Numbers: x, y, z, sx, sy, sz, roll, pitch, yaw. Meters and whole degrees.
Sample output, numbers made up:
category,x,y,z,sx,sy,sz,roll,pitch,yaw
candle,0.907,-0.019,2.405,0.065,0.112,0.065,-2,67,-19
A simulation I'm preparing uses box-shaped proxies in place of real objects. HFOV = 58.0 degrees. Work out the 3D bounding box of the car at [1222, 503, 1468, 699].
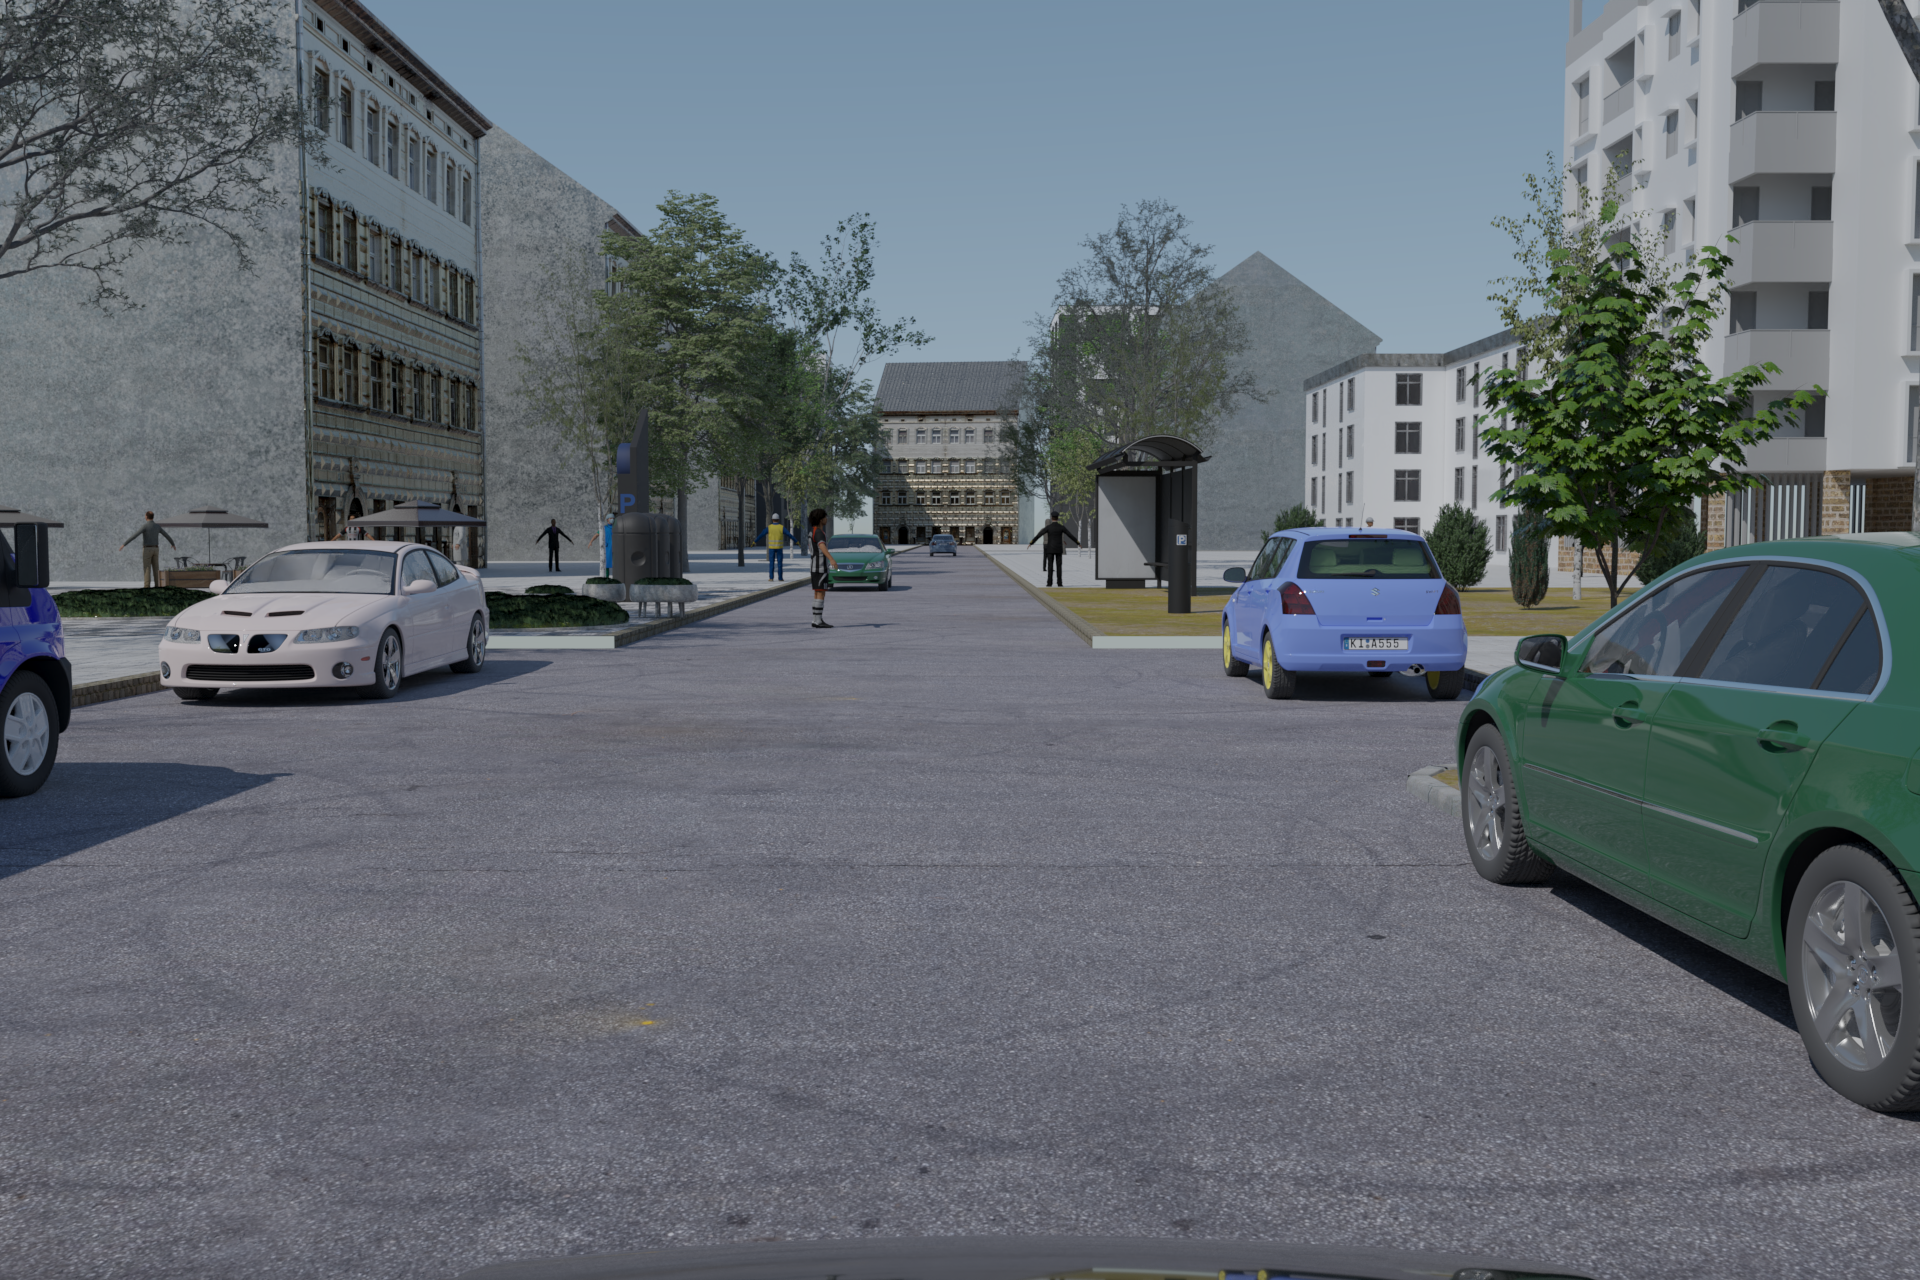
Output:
category,x,y,z,sx,sy,sz,roll,pitch,yaw
car,3.504,-0.412,16.326,1.945,1.707,3.694,0,4,0

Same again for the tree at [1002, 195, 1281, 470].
category,x,y,z,sx,sy,sz,roll,pitch,yaw
tree,6.401,-9.315,62.669,12.009,13.543,11.850,0,3,0

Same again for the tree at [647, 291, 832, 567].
category,x,y,z,sx,sy,sz,roll,pitch,yaw
tree,-8.805,-8.147,67.614,8.767,10.594,7.601,2,4,29

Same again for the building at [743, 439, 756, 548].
category,x,y,z,sx,sy,sz,roll,pitch,yaw
building,-29.503,-20.277,162.465,19.493,23.208,18.063,0,4,0

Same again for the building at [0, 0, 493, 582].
category,x,y,z,sx,sy,sz,roll,pitch,yaw
building,-26.845,-13.701,54.940,19.493,23.208,18.063,0,4,-1

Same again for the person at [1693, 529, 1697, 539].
category,x,y,z,sx,sy,sz,roll,pitch,yaw
person,17.480,-2.168,41.632,0.705,1.806,1.347,0,4,6

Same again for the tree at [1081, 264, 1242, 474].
category,x,y,z,sx,sy,sz,roll,pitch,yaw
tree,5.997,-5.911,47.011,4.360,8.622,3.978,0,3,0

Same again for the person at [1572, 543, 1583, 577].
category,x,y,z,sx,sy,sz,roll,pitch,yaw
person,18.409,-2.800,51.560,0.705,1.856,1.354,2,4,24

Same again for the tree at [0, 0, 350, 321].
category,x,y,z,sx,sy,sz,roll,pitch,yaw
tree,-12.265,-6.676,19.516,12.009,13.543,11.850,0,3,0

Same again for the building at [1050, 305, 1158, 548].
category,x,y,z,sx,sy,sz,roll,pitch,yaw
building,22.666,-19.999,170.960,27.936,21.610,32.646,0,4,0

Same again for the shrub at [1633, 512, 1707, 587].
category,x,y,z,sx,sy,sz,roll,pitch,yaw
shrub,15.593,-2.057,38.052,1.690,2.028,1.600,0,3,0

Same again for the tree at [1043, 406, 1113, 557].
category,x,y,z,sx,sy,sz,roll,pitch,yaw
tree,6.651,-8.944,96.603,4.737,8.622,4.395,0,3,0

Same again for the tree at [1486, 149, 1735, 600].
category,x,y,z,sx,sy,sz,roll,pitch,yaw
tree,12.243,-5.083,33.476,4.737,8.622,4.395,0,3,0

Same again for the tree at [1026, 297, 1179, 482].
category,x,y,z,sx,sy,sz,roll,pitch,yaw
tree,6.778,-9.169,75.665,9.928,11.665,9.643,0,3,0

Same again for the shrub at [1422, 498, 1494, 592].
category,x,y,z,sx,sy,sz,roll,pitch,yaw
shrub,10.960,-2.105,38.453,1.661,2.075,1.752,0,3,0

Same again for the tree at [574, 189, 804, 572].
category,x,y,z,sx,sy,sz,roll,pitch,yaw
tree,-9.005,-8.514,57.331,7.486,12.596,7.792,0,3,0

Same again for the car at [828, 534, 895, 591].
category,x,y,z,sx,sy,sz,roll,pitch,yaw
car,-2.726,-2.032,45.026,2.131,1.459,4.920,0,4,0

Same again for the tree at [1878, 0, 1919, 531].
category,x,y,z,sx,sy,sz,roll,pitch,yaw
tree,8.125,-9.847,16.888,12.611,20.169,13.585,0,3,0

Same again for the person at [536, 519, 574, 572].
category,x,y,z,sx,sy,sz,roll,pitch,yaw
person,-13.846,-3.233,59.080,1.346,1.802,0.704,-2,4,-32

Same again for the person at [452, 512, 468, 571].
category,x,y,z,sx,sy,sz,roll,pitch,yaw
person,-11.942,-2.144,41.239,0.705,1.806,1.347,-1,4,-20

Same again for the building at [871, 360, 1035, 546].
category,x,y,z,sx,sy,sz,roll,pitch,yaw
building,-0.468,-23.610,219.406,18.063,23.208,19.493,1,4,8

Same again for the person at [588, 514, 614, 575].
category,x,y,z,sx,sy,sz,roll,pitch,yaw
person,-9.199,-2.421,45.713,1.347,1.817,0.704,-2,4,-33

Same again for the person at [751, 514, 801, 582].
category,x,y,z,sx,sy,sz,roll,pitch,yaw
person,-4.981,-2.501,46.863,1.349,1.833,0.705,0,4,-5

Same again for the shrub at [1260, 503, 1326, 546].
category,x,y,z,sx,sy,sz,roll,pitch,yaw
shrub,8.073,-2.291,41.503,1.661,2.075,1.752,0,3,0

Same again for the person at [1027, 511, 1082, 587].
category,x,y,z,sx,sy,sz,roll,pitch,yaw
person,2.303,-2.209,42.056,1.347,1.837,0.705,0,4,0

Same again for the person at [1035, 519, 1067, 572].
category,x,y,z,sx,sy,sz,roll,pitch,yaw
person,3.028,-3.253,59.313,1.348,1.813,0.705,2,4,34

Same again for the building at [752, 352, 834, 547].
category,x,y,z,sx,sy,sz,roll,pitch,yaw
building,-28.938,-21.313,192.447,27.936,21.610,32.646,0,4,-1

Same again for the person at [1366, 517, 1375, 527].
category,x,y,z,sx,sy,sz,roll,pitch,yaw
person,11.949,-2.675,50.194,1.216,1.772,0.721,-3,5,-42

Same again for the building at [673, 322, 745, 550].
category,x,y,z,sx,sy,sz,roll,pitch,yaw
building,-28.259,-19.155,144.114,19.493,23.208,18.063,0,4,-1

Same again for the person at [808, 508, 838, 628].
category,x,y,z,sx,sy,sz,roll,pitch,yaw
person,-2.119,-1.091,26.437,0.704,1.843,1.345,-1,4,-17

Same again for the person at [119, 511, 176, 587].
category,x,y,z,sx,sy,sz,roll,pitch,yaw
person,-18.180,-1.994,38.872,0.705,1.796,1.348,2,4,33

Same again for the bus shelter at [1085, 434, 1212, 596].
category,x,y,z,sx,sy,sz,roll,pitch,yaw
bus shelter,4.024,-2.693,37.950,2.014,3.302,5.546,0,4,-2

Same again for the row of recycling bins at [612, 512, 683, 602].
category,x,y,z,sx,sy,sz,roll,pitch,yaw
row of recycling bins,-6.099,-1.655,34.165,1.069,1.692,3.534,0,4,1

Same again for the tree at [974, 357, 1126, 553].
category,x,y,z,sx,sy,sz,roll,pitch,yaw
tree,6.315,-12.774,119.219,12.009,13.543,11.850,0,3,0

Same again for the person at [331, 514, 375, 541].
category,x,y,z,sx,sy,sz,roll,pitch,yaw
person,-16.282,-2.468,46.489,1.345,1.843,0.704,0,4,-7

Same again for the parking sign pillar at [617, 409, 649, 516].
category,x,y,z,sx,sy,sz,roll,pitch,yaw
parking sign pillar,-6.931,-2.954,36.775,1.447,3.967,1.447,0,4,1

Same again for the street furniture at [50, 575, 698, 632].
category,x,y,z,sx,sy,sz,roll,pitch,yaw
street furniture,-8.895,-0.667,26.538,10.072,0.657,5.734,2,4,27

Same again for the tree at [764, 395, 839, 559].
category,x,y,z,sx,sy,sz,roll,pitch,yaw
tree,-8.400,-8.463,88.726,4.737,8.622,4.395,0,3,0

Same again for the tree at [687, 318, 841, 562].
category,x,y,z,sx,sy,sz,roll,pitch,yaw
tree,-9.031,-9.511,81.253,9.928,11.665,9.643,0,3,0

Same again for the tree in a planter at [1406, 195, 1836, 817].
category,x,y,z,sx,sy,sz,roll,pitch,yaw
tree in a planter,3.488,-0.732,9.193,1.991,3.239,1.994,0,4,-1

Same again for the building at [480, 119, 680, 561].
category,x,y,z,sx,sy,sz,roll,pitch,yaw
building,-25.707,-15.854,90.140,19.493,23.208,18.063,0,4,0

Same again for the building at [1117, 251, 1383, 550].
category,x,y,z,sx,sy,sz,roll,pitch,yaw
building,23.154,-19.139,143.846,19.493,23.208,18.063,0,4,0

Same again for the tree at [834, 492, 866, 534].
category,x,y,z,sx,sy,sz,roll,pitch,yaw
tree,-13.016,-16.067,213.063,4.360,8.622,3.978,0,3,0

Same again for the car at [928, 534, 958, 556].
category,x,y,z,sx,sy,sz,roll,pitch,yaw
car,-1.090,-6.123,112.116,2.014,1.417,4.499,0,4,0

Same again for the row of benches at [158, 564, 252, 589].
category,x,y,z,sx,sy,sz,roll,pitch,yaw
row of benches,-14.467,-1.268,36.195,4.104,0.672,1.422,-3,4,-36

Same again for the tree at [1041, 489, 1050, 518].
category,x,y,z,sx,sy,sz,roll,pitch,yaw
tree,12.607,-16.127,214.040,4.360,8.622,3.978,0,3,0

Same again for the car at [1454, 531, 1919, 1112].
category,x,y,z,sx,sy,sz,roll,pitch,yaw
car,3.104,0.370,5.742,2.131,1.459,4.920,0,4,-1

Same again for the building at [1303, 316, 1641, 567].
category,x,y,z,sx,sy,sz,roll,pitch,yaw
building,23.226,-8.473,80.687,9.099,9.664,28.070,0,4,0

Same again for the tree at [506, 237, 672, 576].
category,x,y,z,sx,sy,sz,roll,pitch,yaw
tree,-8.885,-5.688,43.361,4.360,8.622,3.978,0,3,0

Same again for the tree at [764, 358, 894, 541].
category,x,y,z,sx,sy,sz,roll,pitch,yaw
tree,-9.398,-13.264,123.524,9.857,13.997,8.962,0,3,0

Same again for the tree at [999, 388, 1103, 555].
category,x,y,z,sx,sy,sz,roll,pitch,yaw
tree,6.096,-10.515,106.325,7.601,10.594,8.767,1,4,17

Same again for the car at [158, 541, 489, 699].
category,x,y,z,sx,sy,sz,roll,pitch,yaw
car,-5.880,-0.256,16.540,2.083,1.381,4.827,0,4,0

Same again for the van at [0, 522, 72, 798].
category,x,y,z,sx,sy,sz,roll,pitch,yaw
van,-6.008,-0.202,7.684,2.240,2.365,5.245,0,4,0

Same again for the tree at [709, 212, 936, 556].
category,x,y,z,sx,sy,sz,roll,pitch,yaw
tree,-7.808,-14.994,101.045,12.611,20.169,13.585,0,3,0

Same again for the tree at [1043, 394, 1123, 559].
category,x,y,z,sx,sy,sz,roll,pitch,yaw
tree,6.600,-8.536,89.932,4.737,8.622,4.395,0,3,0

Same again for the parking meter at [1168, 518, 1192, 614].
category,x,y,z,sx,sy,sz,roll,pitch,yaw
parking meter,3.557,-1.200,28.035,0.372,1.533,0.369,0,3,0

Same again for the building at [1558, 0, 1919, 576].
category,x,y,z,sx,sy,sz,roll,pitch,yaw
building,25.468,-12.267,56.988,16.016,20.090,11.380,0,3,0
